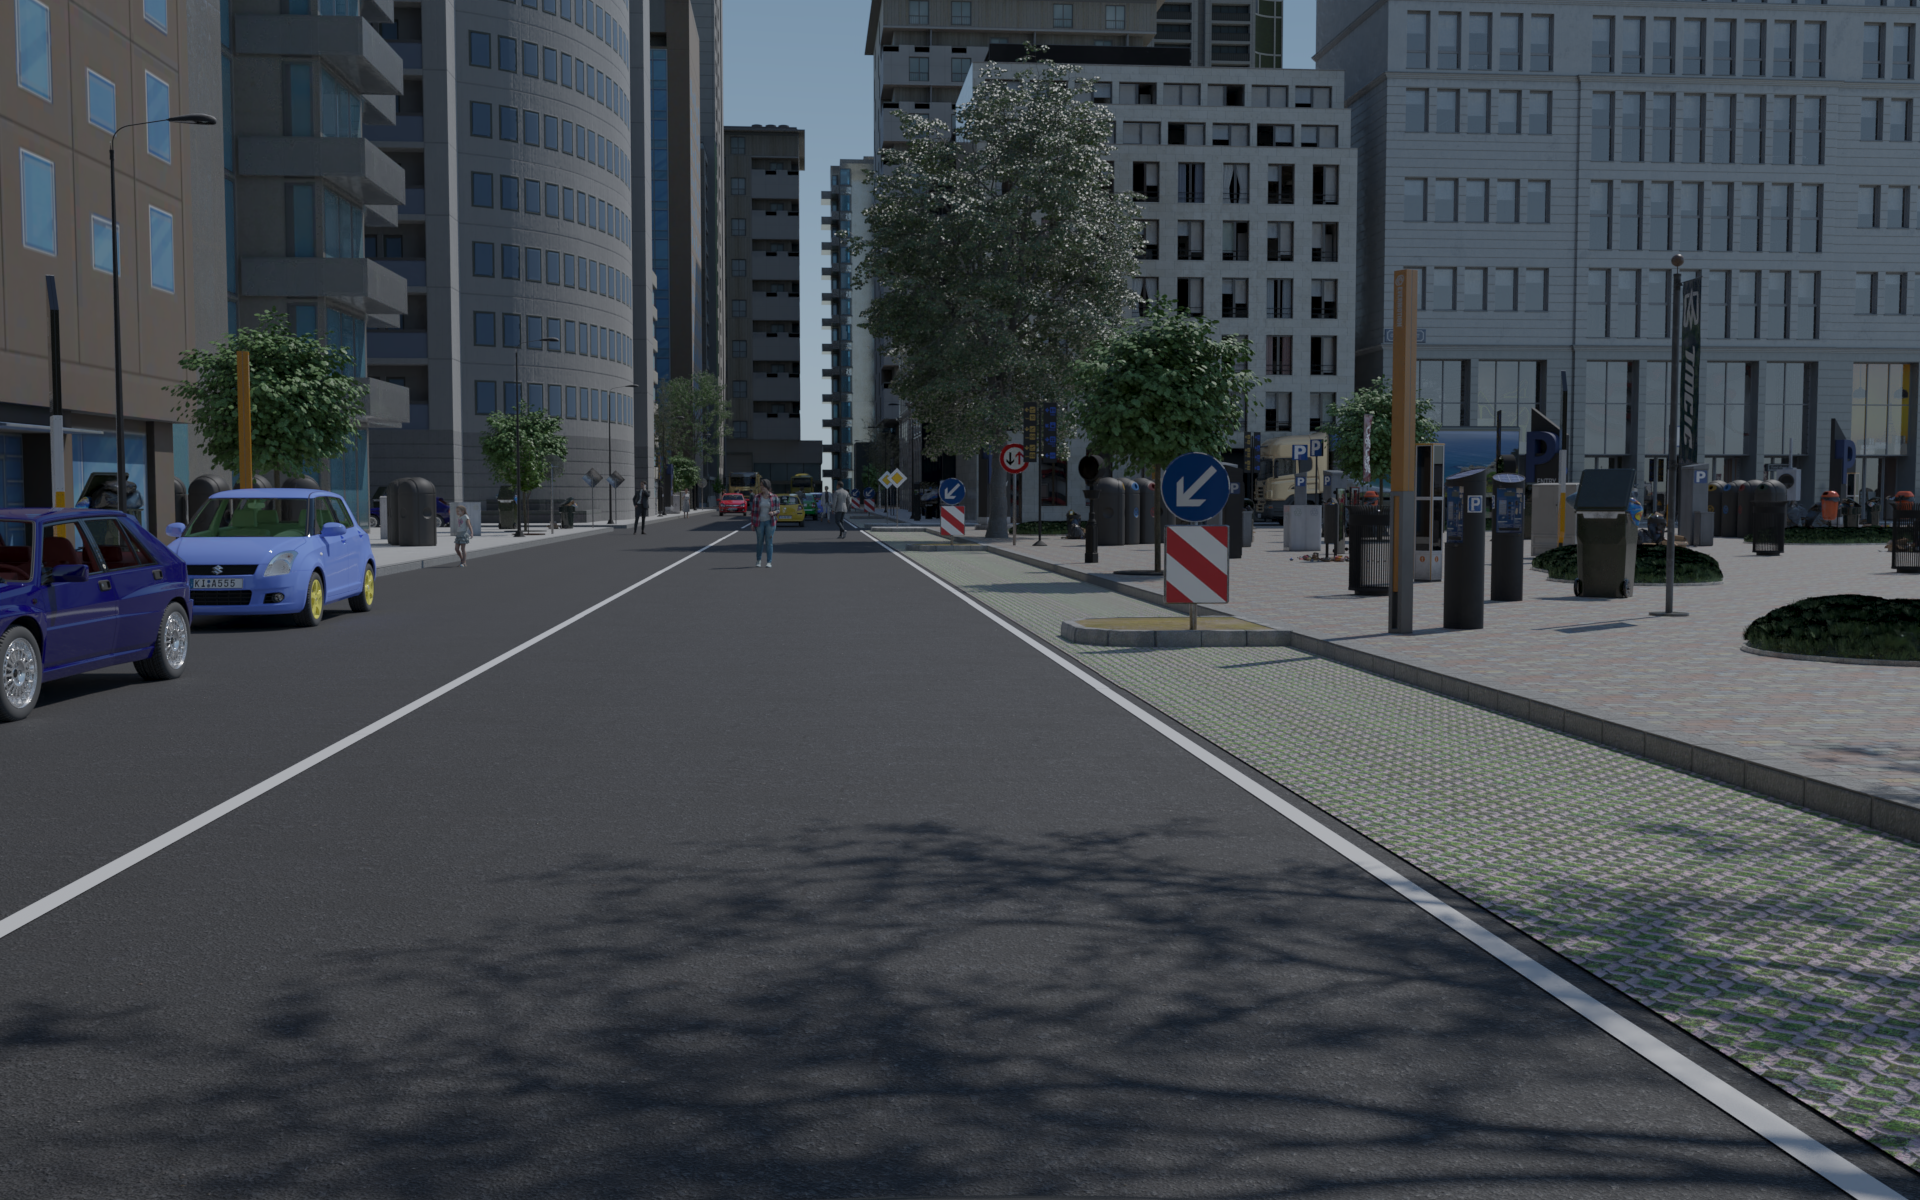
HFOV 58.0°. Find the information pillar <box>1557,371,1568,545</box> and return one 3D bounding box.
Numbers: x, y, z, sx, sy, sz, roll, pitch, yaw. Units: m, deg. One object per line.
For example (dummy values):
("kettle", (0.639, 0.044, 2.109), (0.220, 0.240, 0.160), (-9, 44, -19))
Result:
("information pillar", (11.382, -2.530, 32.720), (0.183, 3.616, 0.504), (1, 4, 14))

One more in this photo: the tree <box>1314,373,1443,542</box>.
("tree", (11.372, -3.878, 47.117), (4.285, 4.588, 4.351), (0, 3, 0))

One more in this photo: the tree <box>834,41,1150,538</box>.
("tree", (1.094, -8.807, 50.654), (9.857, 13.997, 8.962), (0, 3, 0))

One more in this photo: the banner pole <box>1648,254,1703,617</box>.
("banner pole", (7.486, -1.709, 17.955), (0.401, 3.779, 0.863), (0, 4, 1))

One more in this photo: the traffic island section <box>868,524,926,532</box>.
("traffic island section", (-2.388, -2.701, 66.445), (2.009, 0.180, 2.903), (0, 4, -5))

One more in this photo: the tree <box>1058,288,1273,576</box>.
("tree", (3.272, -2.695, 27.777), (4.285, 4.588, 4.351), (0, 3, 0))

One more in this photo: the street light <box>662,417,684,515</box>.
("street light", (-17.195, -8.025, 103.744), (1.470, 5.913, 1.316), (0, 4, -5))

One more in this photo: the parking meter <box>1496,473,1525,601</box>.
("parking meter", (6.586, -0.759, 20.826), (0.372, 1.533, 0.369), (0, 3, 0))

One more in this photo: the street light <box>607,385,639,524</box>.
("street light", (-14.315, -6.176, 73.523), (1.470, 5.913, 1.316), (0, 4, -5))

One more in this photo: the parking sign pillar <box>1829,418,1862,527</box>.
("parking sign pillar", (31.593, -4.497, 61.994), (1.447, 3.967, 1.447), (-3, 5, -42))

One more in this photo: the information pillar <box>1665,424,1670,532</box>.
("information pillar", (23.879, -4.084, 58.132), (0.183, 3.616, 0.504), (0, 4, 2))

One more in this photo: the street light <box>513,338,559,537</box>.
("street light", (-12.598, -4.829, 51.496), (1.470, 5.913, 1.316), (0, 4, -5))

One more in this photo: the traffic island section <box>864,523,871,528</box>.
("traffic island section", (-3.099, -3.188, 74.399), (2.009, 0.180, 2.903), (0, 4, -5))

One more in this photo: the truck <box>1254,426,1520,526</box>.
("truck", (17.393, -5.099, 72.289), (11.283, 4.237, 2.839), (0, 4, -4))

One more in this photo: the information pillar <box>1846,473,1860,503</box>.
("information pillar", (30.935, -3.397, 60.038), (0.304, 2.012, 0.304), (-3, 4, -37))

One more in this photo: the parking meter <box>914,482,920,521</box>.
("parking meter", (-2.055, -4.721, 82.901), (0.255, 1.863, 0.399), (1, 4, 9))

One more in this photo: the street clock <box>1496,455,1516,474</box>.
("street clock", (10.020, -1.667, 31.828), (0.358, 2.002, 0.471), (0, 4, 0))

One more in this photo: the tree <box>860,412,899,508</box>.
("tree", (-7.130, -12.551, 155.579), (4.360, 8.622, 3.978), (0, 3, 0))

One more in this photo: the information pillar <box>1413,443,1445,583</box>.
("information pillar", (6.836, -1.270, 25.252), (0.304, 2.012, 0.304), (-3, 5, -41))

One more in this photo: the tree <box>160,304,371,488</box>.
("tree", (-11.976, -2.834, 30.058), (4.285, 4.588, 4.351), (0, 3, 0))

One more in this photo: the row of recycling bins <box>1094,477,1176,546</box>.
("row of recycling bins", (4.413, -2.272, 44.263), (1.069, 1.692, 3.534), (2, 4, 35))

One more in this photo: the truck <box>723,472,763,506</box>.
("truck", (-19.270, -9.765, 155.583), (3.469, 3.379, 9.791), (0, 4, -4))

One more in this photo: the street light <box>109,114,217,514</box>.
("street light", (-9.781, -2.980, 21.269), (1.470, 5.913, 1.316), (0, 4, -5))

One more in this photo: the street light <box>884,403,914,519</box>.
("street light", (-2.966, -7.102, 88.655), (1.470, 5.913, 1.316), (0, 4, -5))

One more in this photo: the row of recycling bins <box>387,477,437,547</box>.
("row of recycling bins", (-13.916, -2.241, 43.750), (1.069, 1.692, 3.534), (-2, 4, -24))

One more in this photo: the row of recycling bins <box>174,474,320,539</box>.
("row of recycling bins", (-15.104, -1.769, 36.039), (3.534, 1.692, 1.069), (0, 4, -5))

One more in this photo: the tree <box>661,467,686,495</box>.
("tree", (-20.038, -7.746, 121.252), (1.663, 3.219, 1.824), (0, 3, 0))

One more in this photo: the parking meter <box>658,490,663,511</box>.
("parking meter", (-19.857, -6.508, 114.817), (0.372, 1.533, 0.369), (0, 3, 0))

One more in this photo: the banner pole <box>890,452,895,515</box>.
("banner pole", (-4.041, -6.946, 103.580), (0.401, 3.779, 0.863), (1, 4, 15))

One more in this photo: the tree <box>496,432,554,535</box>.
("tree", (-13.624, -3.634, 54.017), (1.663, 3.219, 1.824), (0, 3, 0))

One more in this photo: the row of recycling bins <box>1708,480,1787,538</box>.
("row of recycling bins", (23.133, -2.690, 51.100), (1.069, 1.692, 3.534), (0, 4, -8))

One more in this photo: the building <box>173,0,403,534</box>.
("building", (-32.553, -26.243, 48.679), (30.456, 49.044, 23.786), (0, 4, -5))

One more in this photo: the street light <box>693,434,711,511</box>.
("street light", (-19.962, -9.874, 133.976), (1.470, 5.913, 1.316), (0, 4, -5))

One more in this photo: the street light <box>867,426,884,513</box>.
("street light", (-5.648, -8.951, 118.895), (1.470, 5.913, 1.316), (0, 4, -5))

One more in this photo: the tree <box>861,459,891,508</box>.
("tree", (-7.859, -10.966, 163.002), (4.285, 4.588, 4.351), (0, 3, 0))

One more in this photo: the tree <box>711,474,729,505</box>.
("tree", (-23.576, -10.716, 169.806), (1.663, 3.219, 1.824), (0, 3, 0))

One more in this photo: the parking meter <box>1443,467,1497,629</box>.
("parking meter", (4.819, -0.497, 16.537), (0.372, 1.533, 0.369), (0, 3, 0))

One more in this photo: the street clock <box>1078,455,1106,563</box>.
("street clock", (2.449, -1.690, 32.199), (0.471, 2.002, 0.358), (3, 4, 37))

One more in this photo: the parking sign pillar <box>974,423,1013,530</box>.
("parking sign pillar", (1.242, -4.515, 62.285), (1.447, 3.967, 1.447), (3, 5, 42))

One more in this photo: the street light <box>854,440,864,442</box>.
("street light", (-8.404, -10.800, 149.128), (1.470, 5.913, 1.316), (0, 4, -5))

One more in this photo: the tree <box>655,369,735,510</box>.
("tree", (-22.273, -13.327, 143.651), (9.928, 11.665, 9.643), (0, 3, 0))

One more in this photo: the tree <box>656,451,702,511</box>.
("tree", (-21.114, -8.955, 130.122), (4.285, 4.588, 4.351), (0, 3, 0))

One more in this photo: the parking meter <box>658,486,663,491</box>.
("parking meter", (-21.658, -7.323, 125.435), (0.399, 1.863, 0.255), (1, 4, 9))

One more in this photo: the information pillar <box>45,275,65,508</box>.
("information pillar", (-9.612, -1.656, 18.432), (0.183, 3.616, 0.504), (-2, 4, -32))

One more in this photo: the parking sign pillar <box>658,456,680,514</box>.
("parking sign pillar", (-18.811, -7.544, 111.814), (1.447, 3.967, 1.447), (0, 4, -2))

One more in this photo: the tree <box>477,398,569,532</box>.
("tree", (-14.888, -4.623, 59.306), (4.285, 4.588, 4.351), (0, 3, 0))

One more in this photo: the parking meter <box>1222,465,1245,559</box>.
("parking meter", (5.438, -1.759, 34.478), (0.399, 1.863, 0.255), (0, 4, -6))

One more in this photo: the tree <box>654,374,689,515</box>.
("tree", (-18.760, -9.567, 106.777), (4.360, 8.622, 3.978), (0, 3, 0))

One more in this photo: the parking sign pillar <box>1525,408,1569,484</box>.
("parking sign pillar", (18.125, -3.979, 53.536), (1.447, 3.967, 1.447), (-2, 4, -35))
